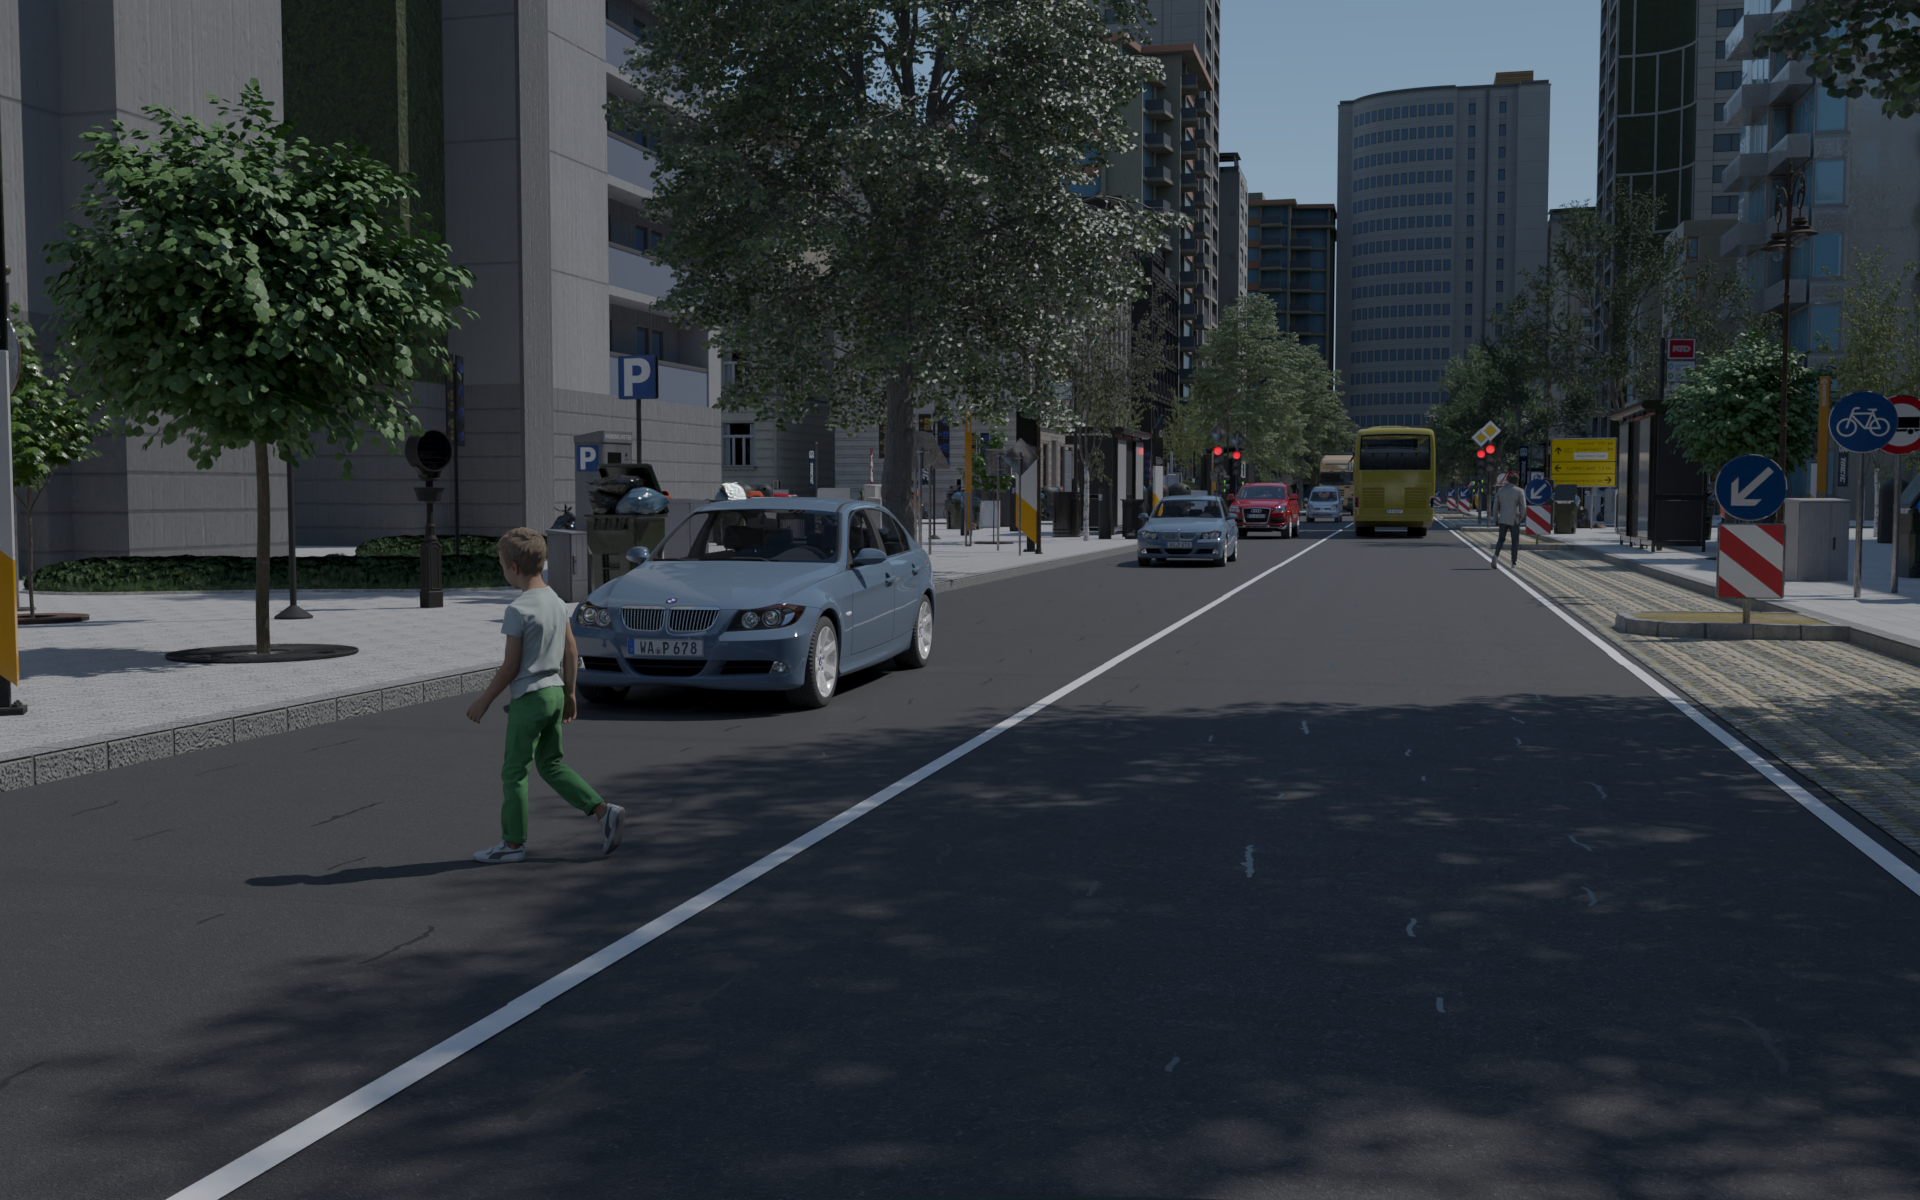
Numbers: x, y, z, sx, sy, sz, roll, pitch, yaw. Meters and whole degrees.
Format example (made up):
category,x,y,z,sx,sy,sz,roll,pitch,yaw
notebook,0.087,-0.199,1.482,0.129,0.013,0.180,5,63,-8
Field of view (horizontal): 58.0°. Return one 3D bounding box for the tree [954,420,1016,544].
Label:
category,x,y,z,sx,sy,sz,roll,pitch,yaw
tree,0.885,-3.063,44.676,1.663,3.219,1.824,0,3,0

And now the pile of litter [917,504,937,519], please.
category,x,y,z,sx,sy,sz,roll,pitch,yaw
pile of litter,-1.948,-4.513,87.750,1.719,0.858,1.176,2,4,33

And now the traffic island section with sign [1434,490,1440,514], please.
category,x,y,z,sx,sy,sz,roll,pitch,yaw
traffic island section with sign,35.108,-7.074,124.286,1.989,1.847,2.006,1,4,14

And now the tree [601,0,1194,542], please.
category,x,y,z,sx,sy,sz,roll,pitch,yaw
tree,-0.974,-7.410,27.812,9.857,13.997,8.962,0,3,0

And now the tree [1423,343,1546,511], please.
category,x,y,z,sx,sy,sz,roll,pitch,yaw
tree,40.002,-13.143,131.891,9.611,12.733,9.660,0,3,0

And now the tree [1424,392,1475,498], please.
category,x,y,z,sx,sy,sz,roll,pitch,yaw
tree,54.830,-16.757,192.107,7.486,12.596,7.792,0,3,0

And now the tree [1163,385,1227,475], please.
category,x,y,z,sx,sy,sz,roll,pitch,yaw
tree,14.852,-10.051,114.697,4.737,8.622,4.395,0,3,0

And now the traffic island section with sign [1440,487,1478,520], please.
category,x,y,z,sx,sy,sz,roll,pitch,yaw
traffic island section with sign,28.339,-5.457,97.853,1.989,1.847,2.006,1,4,14

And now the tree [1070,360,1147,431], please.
category,x,y,z,sx,sy,sz,roll,pitch,yaw
tree,7.977,-8.901,95.890,4.737,8.622,4.395,0,3,0

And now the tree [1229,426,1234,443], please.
category,x,y,z,sx,sy,sz,roll,pitch,yaw
tree,18.962,-11.257,134.415,4.737,8.622,4.395,0,3,0

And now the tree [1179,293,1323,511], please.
category,x,y,z,sx,sy,sz,roll,pitch,yaw
tree,16.199,-11.024,98.369,7.486,12.596,7.792,0,3,0

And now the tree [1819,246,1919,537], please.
category,x,y,z,sx,sy,sz,roll,pitch,yaw
tree,27.191,-6.155,50.999,4.737,8.622,4.395,0,3,0

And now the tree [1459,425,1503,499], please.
category,x,y,z,sx,sy,sz,roll,pitch,yaw
tree,51.817,-13.821,176.336,4.737,8.622,4.395,0,3,0

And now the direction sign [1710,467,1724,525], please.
category,x,y,z,sx,sy,sz,roll,pitch,yaw
direction sign,32.090,-4.942,72.804,0.876,3.537,0.379,3,4,39

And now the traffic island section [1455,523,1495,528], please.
category,x,y,z,sx,sy,sz,roll,pitch,yaw
traffic island section,22.227,-3.165,74.021,2.009,0.180,2.903,1,4,14

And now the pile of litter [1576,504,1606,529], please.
category,x,y,z,sx,sy,sz,roll,pitch,yaw
pile of litter,23.566,-3.120,64.976,1.176,0.858,1.719,0,4,6

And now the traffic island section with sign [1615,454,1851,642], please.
category,x,y,z,sx,sy,sz,roll,pitch,yaw
traffic island section with sign,7.886,-0.565,17.872,1.989,1.847,2.006,1,4,14

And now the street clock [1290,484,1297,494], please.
category,x,y,z,sx,sy,sz,roll,pitch,yaw
street clock,23.856,-7.295,123.840,0.471,2.002,0.358,-2,4,-28

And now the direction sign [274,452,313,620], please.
category,x,y,z,sx,sy,sz,roll,pitch,yaw
direction sign,-6.872,-1.575,17.754,0.379,3.537,0.876,1,4,10

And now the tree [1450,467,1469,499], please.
category,x,y,z,sx,sy,sz,roll,pitch,yaw
tree,58.591,-15.493,203.677,4.360,8.622,3.978,0,3,0

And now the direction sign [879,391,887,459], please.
category,x,y,z,sx,sy,sz,roll,pitch,yaw
direction sign,-1.481,-2.806,37.868,0.379,3.537,0.876,-3,5,-42

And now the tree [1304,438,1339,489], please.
category,x,y,z,sx,sy,sz,roll,pitch,yaw
tree,38.570,-14.263,183.564,4.360,8.622,3.978,0,3,0

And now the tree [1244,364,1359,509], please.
category,x,y,z,sx,sy,sz,roll,pitch,yaw
tree,29.174,-14.147,148.310,9.611,12.733,9.660,0,3,0

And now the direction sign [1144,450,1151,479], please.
category,x,y,z,sx,sy,sz,roll,pitch,yaw
direction sign,9.469,-5.984,89.829,0.876,3.537,0.379,2,4,27

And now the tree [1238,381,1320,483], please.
category,x,y,z,sx,sy,sz,roll,pitch,yaw
tree,20.075,-9.713,109.163,4.737,8.622,4.395,0,3,0

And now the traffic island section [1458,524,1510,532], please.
category,x,y,z,sx,sy,sz,roll,pitch,yaw
traffic island section,20.248,-2.691,66.284,2.009,0.180,2.903,1,4,14

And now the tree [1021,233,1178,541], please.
category,x,y,z,sx,sy,sz,roll,pitch,yaw
tree,3.694,-5.919,47.143,4.360,8.622,3.978,0,3,0

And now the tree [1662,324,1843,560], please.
category,x,y,z,sx,sy,sz,roll,pitch,yaw
tree,15.391,-3.052,33.608,4.285,4.588,4.351,0,3,0

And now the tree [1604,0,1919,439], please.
category,x,y,z,sx,sy,sz,roll,pitch,yaw
tree,9.025,-6.309,9.800,9.857,13.997,8.962,0,3,0

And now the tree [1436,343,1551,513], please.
category,x,y,z,sx,sy,sz,roll,pitch,yaw
tree,35.642,-11.618,115.705,9.928,11.665,9.643,0,3,0

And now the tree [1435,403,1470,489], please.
category,x,y,z,sx,sy,sz,roll,pitch,yaw
tree,28.810,-9.369,87.599,7.601,10.594,8.767,-2,4,-31

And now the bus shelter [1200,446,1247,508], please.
category,x,y,z,sx,sy,sz,roll,pitch,yaw
bus shelter,13.294,-5.860,87.097,1.731,3.624,6.357,1,4,14

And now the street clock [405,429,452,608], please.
category,x,y,z,sx,sy,sz,roll,pitch,yaw
street clock,-5.972,-0.914,19.515,0.358,2.002,0.471,3,5,40

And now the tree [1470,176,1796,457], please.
category,x,y,z,sx,sy,sz,roll,pitch,yaw
tree,19.542,-7.075,50.090,8.767,10.594,7.601,1,4,18

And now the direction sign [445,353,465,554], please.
category,x,y,z,sx,sy,sz,roll,pitch,yaw
direction sign,-8.213,-2.216,28.222,0.379,3.537,0.876,0,4,1

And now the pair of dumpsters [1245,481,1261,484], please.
category,x,y,z,sx,sy,sz,roll,pitch,yaw
pair of dumpsters,20.890,-7.389,123.302,1.574,2.255,4.437,1,4,14

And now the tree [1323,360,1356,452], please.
category,x,y,z,sx,sy,sz,roll,pitch,yaw
tree,25.850,-12.992,130.546,7.486,12.596,7.792,0,3,0

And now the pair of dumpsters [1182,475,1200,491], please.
category,x,y,z,sx,sy,sz,roll,pitch,yaw
pair of dumpsters,11.016,-5.141,86.546,1.574,2.255,4.437,1,4,14

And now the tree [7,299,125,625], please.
category,x,y,z,sx,sy,sz,roll,pitch,yaw
tree,-9.488,-1.392,17.357,1.663,3.219,1.824,0,3,0

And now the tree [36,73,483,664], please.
category,x,y,z,sx,sy,sz,roll,pitch,yaw
tree,-5.509,-1.827,13.587,4.285,4.588,4.351,0,3,0

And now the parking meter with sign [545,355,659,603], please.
category,x,y,z,sx,sy,sz,roll,pitch,yaw
parking meter with sign,-4.366,-1.519,21.097,0.543,3.016,1.738,1,4,23

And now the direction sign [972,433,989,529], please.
category,x,y,z,sx,sy,sz,roll,pitch,yaw
direction sign,0.665,-4.393,63.820,0.876,3.537,0.379,-1,4,-23

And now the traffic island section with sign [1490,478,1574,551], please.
category,x,y,z,sx,sy,sz,roll,pitch,yaw
traffic island section with sign,14.769,-2.210,44.760,1.989,1.847,2.006,1,4,14

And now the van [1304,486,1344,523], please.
category,x,y,z,sx,sy,sz,roll,pitch,yaw
van,18.624,-4.980,88.438,2.013,2.044,4.112,1,4,15

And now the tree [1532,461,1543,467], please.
category,x,y,z,sx,sy,sz,roll,pitch,yaw
tree,47.593,-9.548,139.820,4.285,4.588,4.351,0,3,0

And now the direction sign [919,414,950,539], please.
category,x,y,z,sx,sy,sz,roll,pitch,yaw
direction sign,-0.729,-3.487,49.004,0.876,3.537,0.379,0,4,0
